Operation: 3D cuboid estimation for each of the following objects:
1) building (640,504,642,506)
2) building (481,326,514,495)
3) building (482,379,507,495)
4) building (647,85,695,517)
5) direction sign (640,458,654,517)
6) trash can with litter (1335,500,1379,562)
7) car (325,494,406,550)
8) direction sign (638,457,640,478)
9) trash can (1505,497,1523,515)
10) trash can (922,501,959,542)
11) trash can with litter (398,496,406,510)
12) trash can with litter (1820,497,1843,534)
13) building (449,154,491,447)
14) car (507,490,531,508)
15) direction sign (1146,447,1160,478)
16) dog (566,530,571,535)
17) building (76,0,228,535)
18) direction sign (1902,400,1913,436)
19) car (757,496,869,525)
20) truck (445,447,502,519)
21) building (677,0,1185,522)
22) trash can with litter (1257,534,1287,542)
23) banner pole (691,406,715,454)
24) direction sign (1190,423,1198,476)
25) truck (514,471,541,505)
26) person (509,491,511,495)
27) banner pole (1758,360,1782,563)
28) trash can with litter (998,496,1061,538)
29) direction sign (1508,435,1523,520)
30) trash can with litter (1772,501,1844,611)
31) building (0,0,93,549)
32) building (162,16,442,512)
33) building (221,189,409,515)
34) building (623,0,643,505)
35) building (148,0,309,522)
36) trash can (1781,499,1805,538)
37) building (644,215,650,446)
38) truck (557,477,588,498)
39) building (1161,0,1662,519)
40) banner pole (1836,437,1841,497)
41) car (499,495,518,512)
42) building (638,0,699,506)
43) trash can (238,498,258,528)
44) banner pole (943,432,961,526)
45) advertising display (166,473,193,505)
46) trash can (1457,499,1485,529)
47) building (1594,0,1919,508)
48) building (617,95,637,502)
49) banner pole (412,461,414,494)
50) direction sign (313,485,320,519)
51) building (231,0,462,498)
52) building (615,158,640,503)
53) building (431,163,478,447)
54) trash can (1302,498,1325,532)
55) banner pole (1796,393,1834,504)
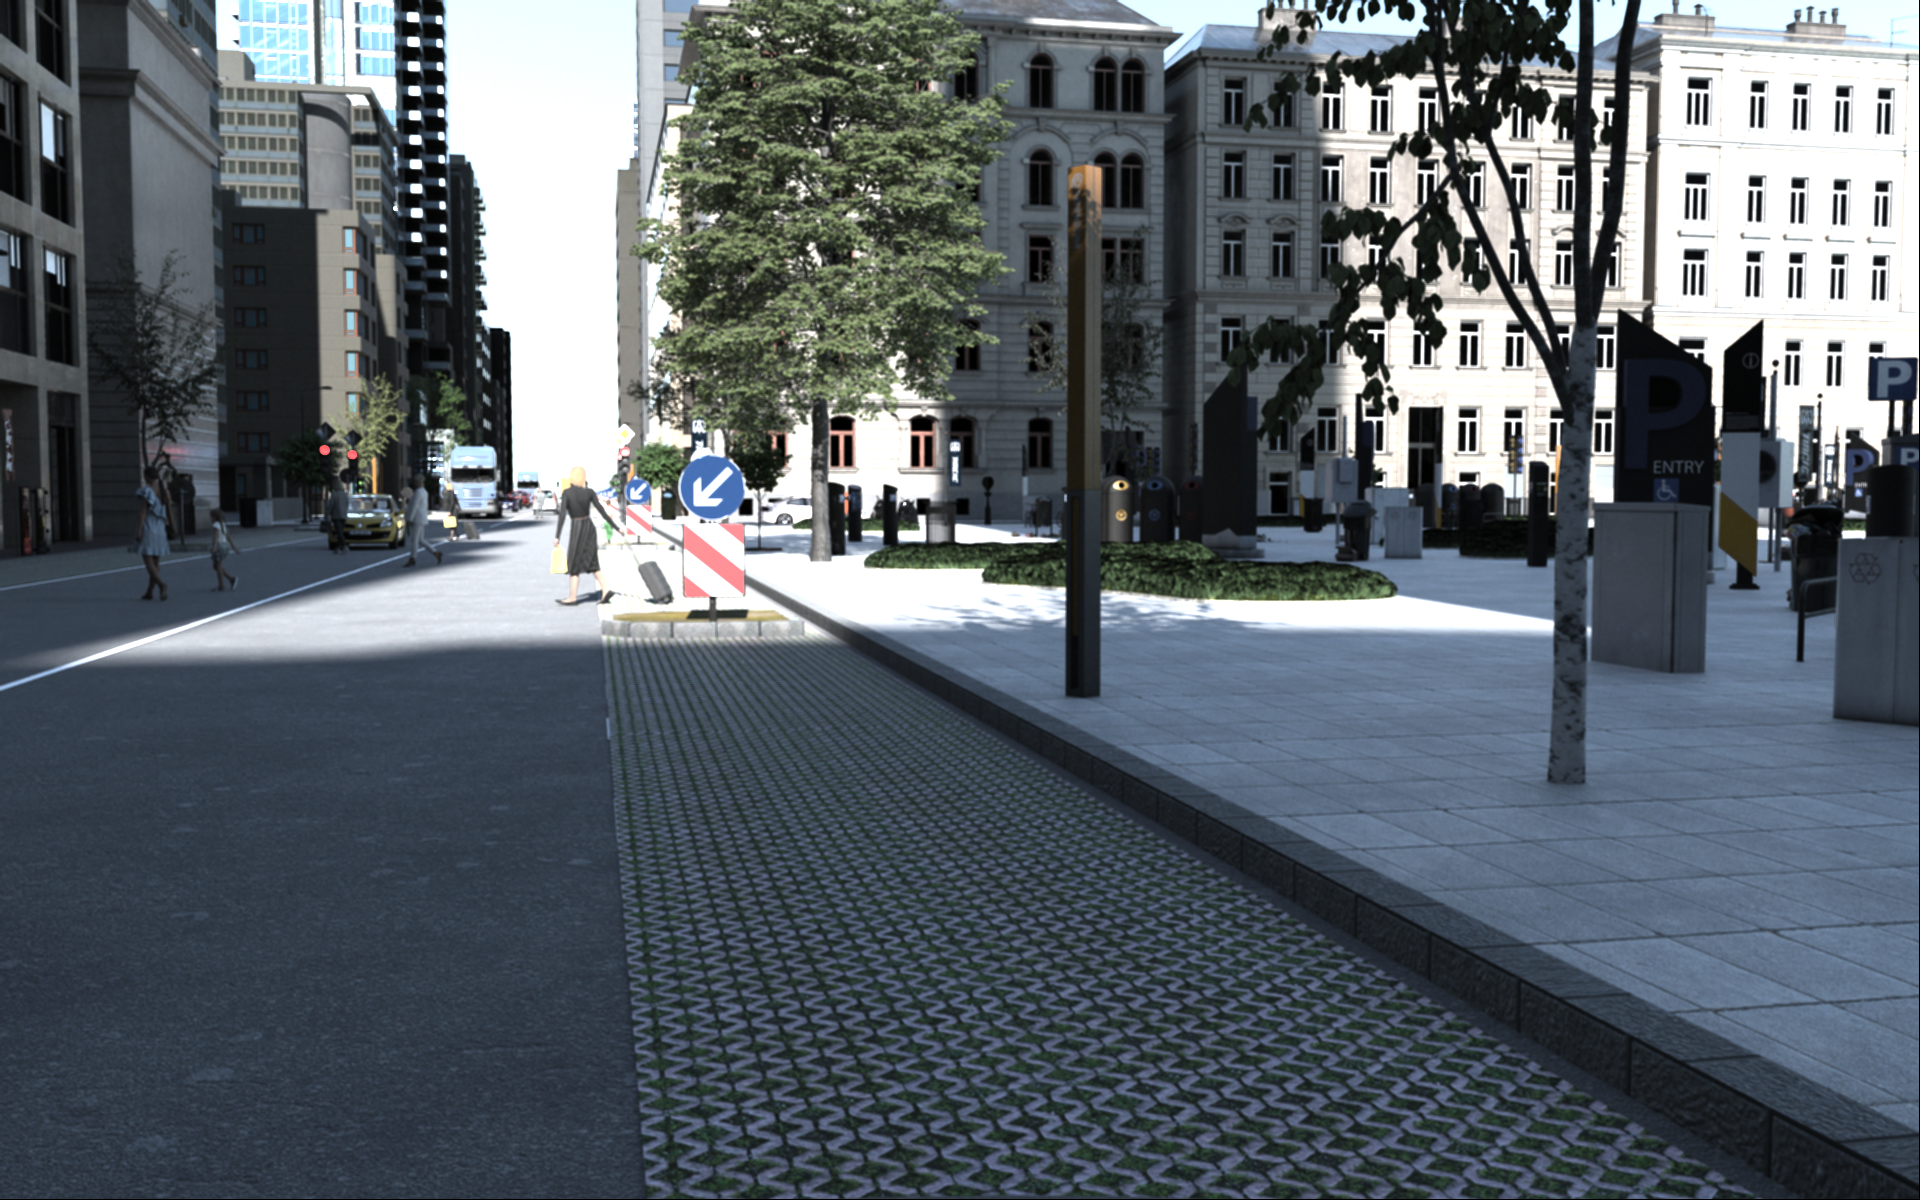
[{"bbox_3d":[-20.167,-30.859,196.424,32.217,40.220,23.993,-1,4,-12],"label":"building"},{"bbox_3d":[-83.489,-31.939,293.896,14.160,30.474,14.107,-1,4,-12],"label":"building"},{"bbox_3d":[-86.081,-26.094,271.672,27.650,21.520,28.899,-1,4,-12],"label":"building"},{"bbox_3d":[-10.614,-19.087,116.588,19.350,26.468,34.151,-1,4,-12],"label":"building"},{"bbox_3d":[-17.522,-6.488,98.077,0.876,3.537,0.379,0,4,-6],"label":"direction sign"},{"bbox_3d":[7.597,-1.336,33.229,0.624,1.170,1.055,2,4,30],"label":"trash can with litter"},{"bbox_3d":[-15.704,-2.183,45.910,2.015,1.641,3.980,-1,4,-13],"label":"car"},{"bbox_3d":[-19.532,-6.945,105.553,0.379,3.537,0.876,-1,4,-22],"label":"direction sign"},{"bbox_3d":[23.377,-3.761,73.145,0.748,1.137,0.748,0,3,0],"label":"trash can"},{"bbox_3d":[-0.392,-1.430,35.028,0.748,1.137,0.748,0,3,0],"label":"trash can"},{"bbox_3d":[-37.407,-6.468,117.141,0.624,1.170,1.055,2,4,29],"label":"trash can with litter"},{"bbox_3d":[20.144,-1.736,39.444,1.678,1.210,2.233,-2,4,-33],"label":"trash can with litter"},{"bbox_3d":[-77.829,-38.085,242.300,23.786,49.044,30.456,-1,4,-12],"label":"building"},{"bbox_3d":[-44.397,-10.134,174.370,2.281,1.827,5.304,-1,4,-14],"label":"car"},{"bbox_3d":[9.343,-5.620,83.877,0.876,3.537,0.379,-3,4,-38],"label":"direction sign"},{"bbox_3d":[-13.685,-2.712,61.170,0.800,0.831,0.513,-3,5,-45],"label":"dog"},{"bbox_3d":[-38.165,-13.162,57.007,24.055,21.916,13.314,-1,4,-12],"label":"building"},{"bbox_3d":[19.374,-2.659,35.475,0.379,3.537,0.876,1,4,19],"label":"direction sign"},{"bbox_3d":[-6.331,-3.817,74.765,4.827,1.381,2.083,-1,4,-12],"label":"car"},{"bbox_3d":[-28.994,-7.000,104.210,2.967,4.110,18.799,-1,4,-14],"label":"truck"},{"bbox_3d":[-2.102,-18.411,88.406,23.554,28.519,14.401,-1,4,-12],"label":"building"},{"bbox_3d":[8.052,-2.384,50.042,2.233,1.210,1.678,-3,5,-41],"label":"trash can with litter"},{"bbox_3d":[-7.214,-3.610,49.040,0.863,3.779,0.401,-2,4,-23],"label":"banner pole"},{"bbox_3d":[7.533,-3.909,55.909,0.379,3.537,0.876,0,4,-7],"label":"direction sign"},{"bbox_3d":[-50.983,-13.195,205.499,2.967,4.110,18.799,-1,4,-12],"label":"truck"},{"bbox_3d":[-56.567,-12.806,217.846,1.348,1.831,0.705,1,4,11],"label":"person"},{"bbox_3d":[15.021,-2.599,32.509,0.401,3.779,0.863,-3,5,-43],"label":"banner pole"},{"bbox_3d":[2.214,-2.478,51.576,2.233,1.210,1.678,2,4,33],"label":"trash can with litter"},{"bbox_3d":[21.386,-4.571,66.728,0.876,3.537,0.379,-3,4,-38],"label":"direction sign"},{"bbox_3d":[9.347,-0.474,19.130,0.624,1.170,1.055,1,4,14],"label":"trash can with litter"},{"bbox_3d":[-29.676,-13.680,28.190,19.350,26.468,34.151,-1,4,-12],"label":"building"},{"bbox_3d":[-64.180,-28.373,155.776,32.217,40.220,23.993,-1,4,-12],"label":"building"},{"bbox_3d":[-53.108,-16.632,116.966,27.650,21.520,28.899,-1,4,-12],"label":"building"},{"bbox_3d":[-31.731,-47.556,215.787,20.563,71.187,20.611,-1,4,-12],"label":"building"},{"bbox_3d":[-49.385,-23.863,82.033,32.217,40.220,23.993,-1,4,-12],"label":"building"},{"bbox_3d":[24.453,-2.406,50.994,0.748,1.137,0.748,0,3,0],"label":"trash can"},{"bbox_3d":[-18.929,-21.836,142.917,13.634,28.700,20.117,-1,4,-12],"label":"building"},{"bbox_3d":[-43.319,-12.100,193.765,3.469,3.379,9.791,-1,4,-13],"label":"truck"},{"bbox_3d":[22.077,-18.009,91.706,25.104,27.353,12.463,-1,4,-12],"label":"building"},{"bbox_3d":[38.385,-5.270,76.179,0.863,3.779,0.401,0,4,-5],"label":"banner pole"},{"bbox_3d":[-36.381,-7.714,138.703,1.945,1.354,3.894,-1,4,-10],"label":"car"},{"bbox_3d":[-20.540,-38.358,169.146,21.231,58.520,28.212,-1,4,-12],"label":"building"},{"bbox_3d":[-27.175,-3.332,66.129,0.748,1.137,0.748,0,3,0],"label":"trash can"},{"bbox_3d":[-0.344,-4.856,69.413,0.863,3.779,0.401,1,4,11],"label":"banner pole"},{"bbox_3d":[-24.460,-3.004,54.323,0.974,1.923,0.123,1,4,22],"label":"advertising display"},{"bbox_3d":[13.856,-2.163,47.014,0.748,1.137,0.748,0,3,0],"label":"trash can"},{"bbox_3d":[44.007,-19.041,97.227,20.117,28.700,13.634,-1,4,-12],"label":"building"},{"bbox_3d":[-42.679,-58.664,271.833,22.319,86.520,31.000,-1,4,-12],"label":"building"},{"bbox_3d":[-41.252,-8.600,130.624,0.401,3.779,0.863,-2,4,-25],"label":"banner pole"},{"bbox_3d":[-32.635,-5.855,87.730,0.379,3.537,0.876,2,4,33],"label":"direction sign"},{"bbox_3d":[-64.492,-53.226,182.921,22.319,86.520,31.000,-1,4,-12],"label":"building"},{"bbox_3d":[-37.924,-38.116,246.896,21.300,48.544,21.600,-1,4,-12],"label":"building"},{"bbox_3d":[-65.645,-32.046,207.538,14.154,41.232,14.086,-1,4,-12],"label":"building"},{"bbox_3d":[11.869,-2.847,58.198,0.748,1.137,0.748,0,3,0],"label":"trash can"},{"bbox_3d":[21.112,-3.240,42.997,0.863,3.779,0.401,-1,4,-18],"label":"banner pole"}]
